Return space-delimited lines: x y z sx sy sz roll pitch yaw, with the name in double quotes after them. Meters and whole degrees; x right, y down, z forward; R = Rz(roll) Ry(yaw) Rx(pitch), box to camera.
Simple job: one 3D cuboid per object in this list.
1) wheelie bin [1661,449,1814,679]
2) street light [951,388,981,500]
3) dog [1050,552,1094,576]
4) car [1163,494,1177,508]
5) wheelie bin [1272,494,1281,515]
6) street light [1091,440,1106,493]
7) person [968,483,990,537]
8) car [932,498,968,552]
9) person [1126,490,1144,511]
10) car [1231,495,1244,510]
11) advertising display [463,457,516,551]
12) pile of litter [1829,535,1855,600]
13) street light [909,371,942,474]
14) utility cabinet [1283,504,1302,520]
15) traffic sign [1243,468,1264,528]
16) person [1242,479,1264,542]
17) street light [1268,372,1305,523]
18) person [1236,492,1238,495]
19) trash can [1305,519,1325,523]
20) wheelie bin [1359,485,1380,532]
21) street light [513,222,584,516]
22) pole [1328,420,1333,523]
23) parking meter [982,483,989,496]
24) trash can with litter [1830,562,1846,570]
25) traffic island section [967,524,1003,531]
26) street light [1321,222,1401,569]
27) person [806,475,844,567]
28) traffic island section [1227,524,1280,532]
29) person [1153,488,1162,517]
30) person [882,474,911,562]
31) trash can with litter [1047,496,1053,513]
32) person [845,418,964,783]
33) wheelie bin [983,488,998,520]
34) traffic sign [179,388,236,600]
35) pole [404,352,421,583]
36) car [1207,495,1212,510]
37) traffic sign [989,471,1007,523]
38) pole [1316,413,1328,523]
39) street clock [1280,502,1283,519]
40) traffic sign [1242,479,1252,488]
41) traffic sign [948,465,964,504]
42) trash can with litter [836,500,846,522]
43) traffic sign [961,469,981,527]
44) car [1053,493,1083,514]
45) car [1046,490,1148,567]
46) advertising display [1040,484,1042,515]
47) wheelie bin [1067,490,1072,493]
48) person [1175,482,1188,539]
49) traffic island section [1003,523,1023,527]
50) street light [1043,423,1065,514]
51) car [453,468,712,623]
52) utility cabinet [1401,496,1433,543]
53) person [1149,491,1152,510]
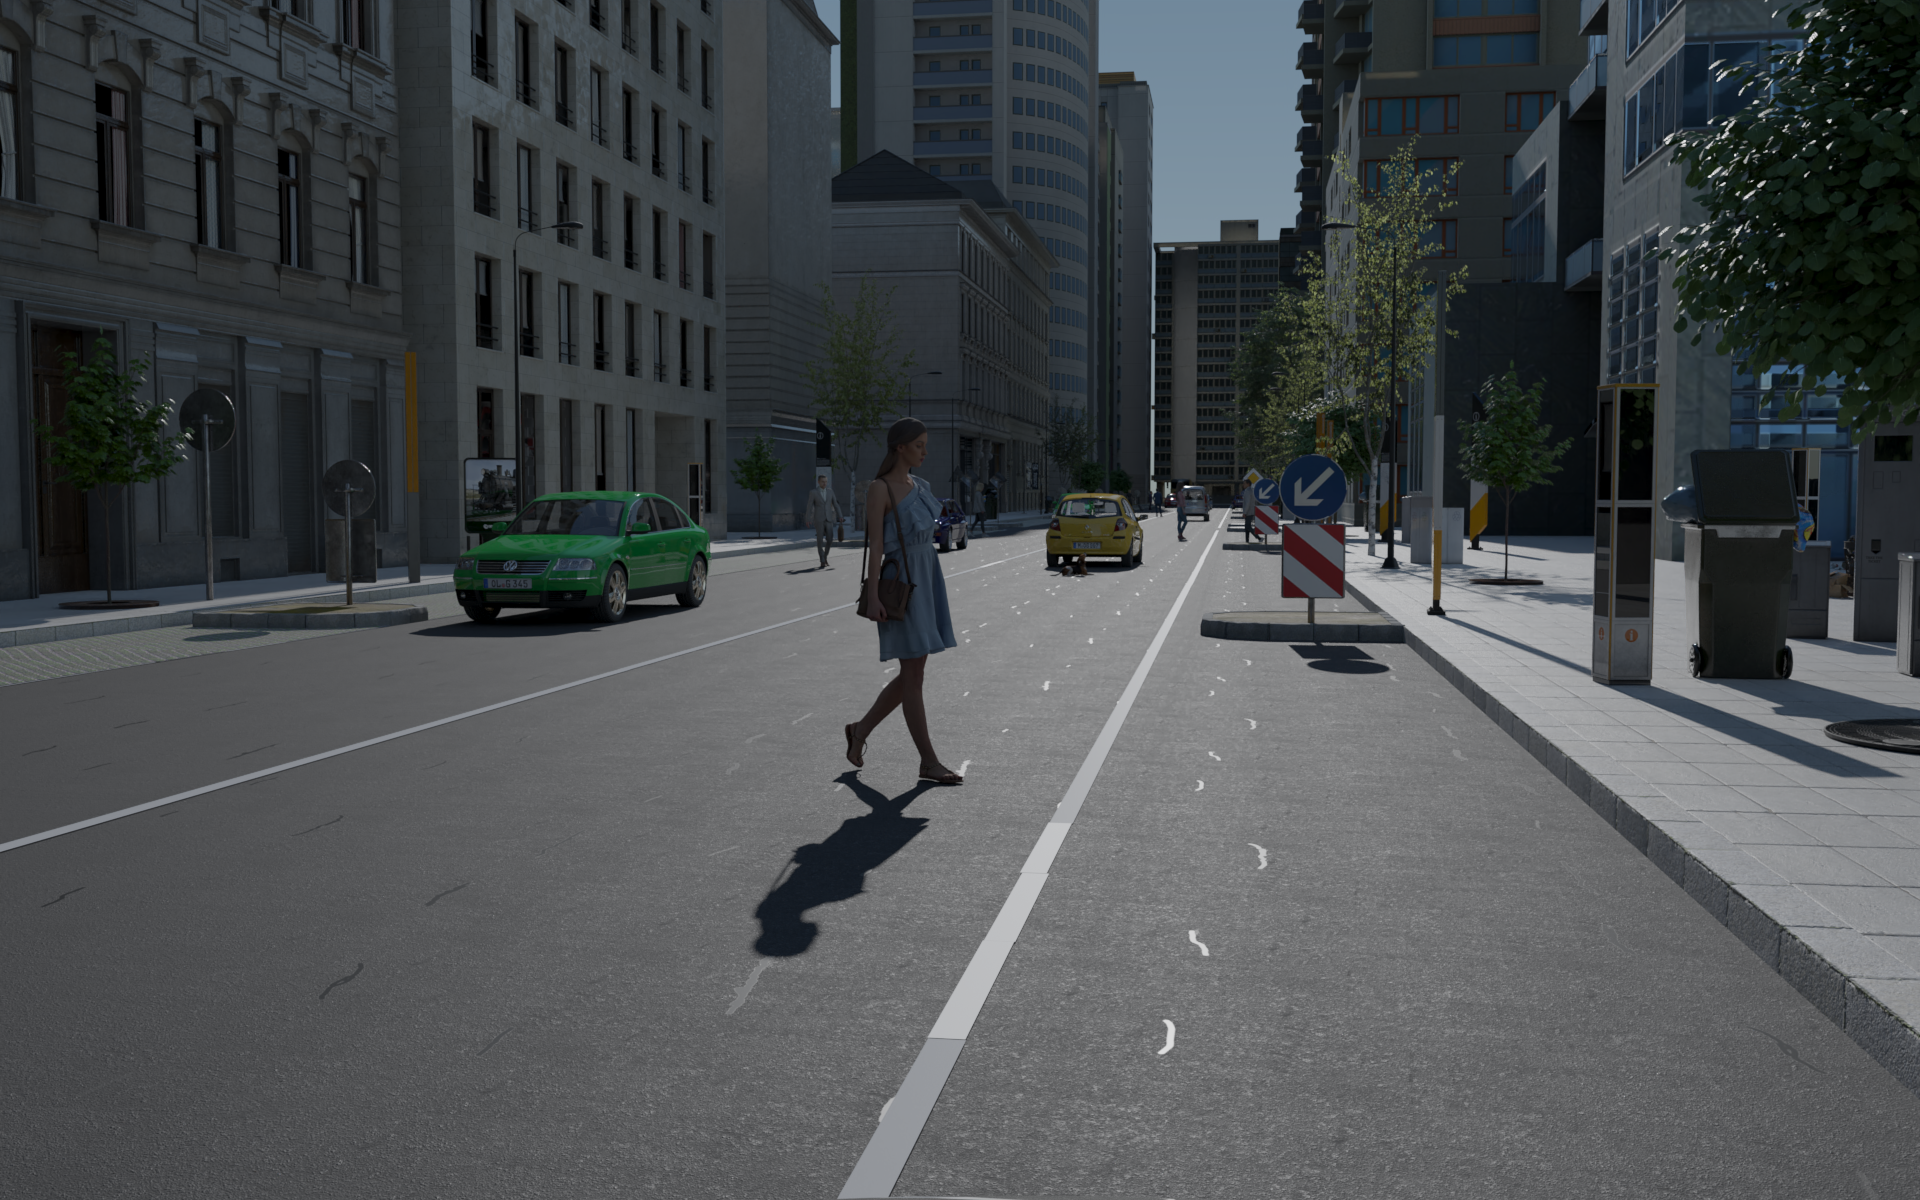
5.451 -0.264 12.224 0.980 1.594 0.693 1 4 11 "wheelie bin"
0.209 -6.325 75.962 1.470 5.913 1.316 1 4 9 "street light"
1.966 -0.625 30.413 0.748 0.427 0.550 1 4 12 "dog"
22.102 -10.416 179.342 2.155 1.783 4.494 0 4 7 "car"
19.877 -6.160 108.626 0.693 1.594 0.980 1 4 22 "wheelie bin"
11.831 -10.773 148.681 1.470 5.913 1.316 1 4 9 "street light"
0.627 -3.008 57.867 0.728 1.800 0.709 0 4 -3 "person"
-0.881 -1.942 44.329 1.945 1.354 3.894 1 4 9 "car"
14.617 -8.367 145.514 1.509 1.804 0.699 2 4 26 "person"
25.847 -8.959 159.055 1.945 1.354 3.894 0 4 7 "car"
-8.261 -1.554 30.625 0.974 1.923 0.123 -1 4 -17 "advertising display"
11.067 -0.477 21.764 1.176 0.858 1.719 3 5 40 "pile of litter"
-1.364 -5.697 65.692 1.470 5.913 1.316 1 4 9 "street light"
16.600 -4.595 86.284 1.020 1.237 0.306 3 5 40 "utility cabinet"
11.218 -3.831 66.282 0.795 2.450 0.064 1 4 9 "traffic sign"
7.876 -2.346 46.708 0.795 1.843 0.661 2 4 29 "person"
12.557 -5.717 66.020 1.470 5.913 1.316 1 4 9 "street light"
35.161 -12.868 219.443 0.434 1.755 0.990 1 4 12 "person"
11.279 -2.652 55.018 0.748 1.137 0.748 0 3 0 "trash can"
13.999 -3.108 58.719 0.980 1.594 0.693 0 4 1 "wheelie bin"
-7.105 -3.500 29.768 1.470 5.913 1.316 1 4 9 "street light"
10.229 -3.309 47.951 0.158 3.312 0.155 0 3 0 "pole"
1.341 -5.265 91.786 0.255 1.863 0.399 2 4 35 "parking meter"
15.609 -1.152 29.889 2.233 1.210 1.678 -2 4 -32 "trash can with litter"
0.390 -2.802 68.091 2.009 0.180 2.903 1 4 9 "traffic island section"
6.874 -3.497 29.713 1.470 5.913 1.316 1 4 9 "street light"
-2.669 -1.560 34.132 0.709 1.813 0.853 -2 4 -27 "person"
11.243 -2.696 66.356 2.009 0.180 2.903 1 4 9 "traffic island section"
12.656 -6.236 110.633 0.721 1.800 0.419 0 4 -2 "person"
-1.014 -1.401 31.501 0.778 1.811 0.616 -1 4 -15 "person"
6.242 -6.627 119.735 0.624 1.170 1.055 -1 4 -16 "trash can with litter"
-0.323 -0.006 8.699 0.778 1.811 0.616 3 4 37 "person"
1.562 -4.842 87.081 0.693 1.594 0.980 3 4 37 "wheelie bin"
-9.067 -1.269 20.855 0.768 2.556 0.104 1 4 12 "traffic sign"
-7.905 -1.905 24.991 0.158 3.312 0.155 0 3 0 "pole"
22.327 -9.025 159.554 2.014 1.417 4.499 1 4 10 "car"
1.676 -4.420 75.911 0.795 2.450 0.064 1 4 9 "traffic sign"
9.041 -3.036 43.483 0.158 3.312 0.155 0 3 0 "pole"
16.578 -5.155 88.857 0.358 2.002 0.471 3 5 43 "street clock"
12.480 -4.313 74.167 0.795 2.450 0.064 1 4 9 "traffic sign"
-0.102 -4.737 77.452 0.884 2.594 0.081 1 4 14 "traffic sign"
-5.655 -4.086 78.189 0.624 1.170 1.055 2 4 34 "trash can with litter"
0.414 -3.938 68.025 0.795 2.450 0.064 1 4 9 "traffic sign"
5.332 -4.395 80.650 1.959 1.807 4.718 0 4 7 "car"
2.803 -1.543 35.458 2.015 1.641 3.980 1 4 10 "car"
5.066 -6.296 108.149 0.123 1.923 0.974 0 4 3 "advertising display"
7.929 -7.261 126.630 0.693 1.594 0.980 1 4 20 "wheelie bin"
7.038 -2.844 55.003 0.388 1.821 0.555 -1 4 -16 "person"
1.652 -3.284 75.976 2.009 0.180 2.903 1 4 9 "traffic island section"
6.159 -8.575 112.747 1.470 5.913 1.316 1 4 9 "street light"
-4.422 -0.735 20.815 1.959 1.807 4.718 1 4 10 "car"
12.010 -2.098 45.462 1.020 1.237 0.306 -3 4 -39 "utility cabinet"
17.131 -8.936 155.527 0.530 1.710 0.541 2 4 33 "person"
